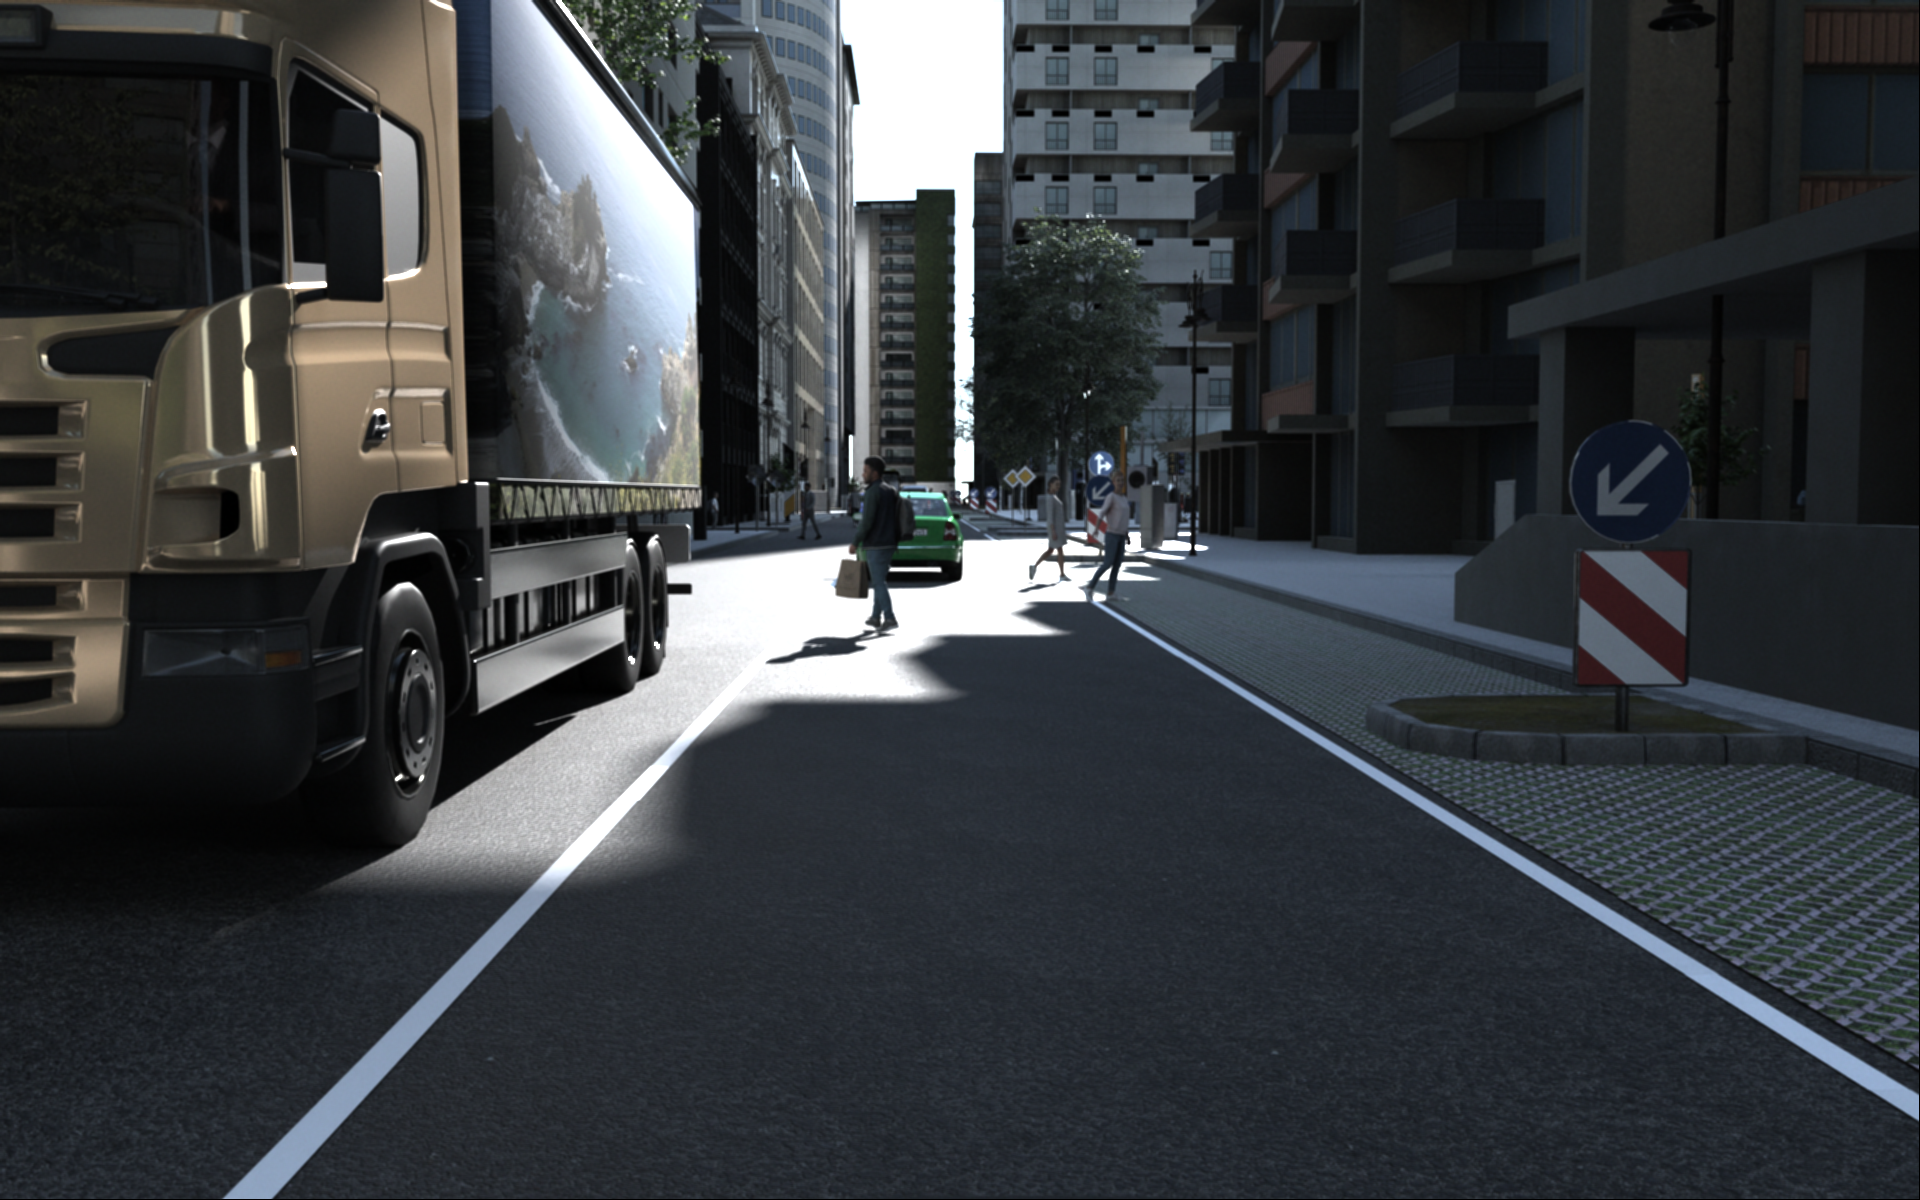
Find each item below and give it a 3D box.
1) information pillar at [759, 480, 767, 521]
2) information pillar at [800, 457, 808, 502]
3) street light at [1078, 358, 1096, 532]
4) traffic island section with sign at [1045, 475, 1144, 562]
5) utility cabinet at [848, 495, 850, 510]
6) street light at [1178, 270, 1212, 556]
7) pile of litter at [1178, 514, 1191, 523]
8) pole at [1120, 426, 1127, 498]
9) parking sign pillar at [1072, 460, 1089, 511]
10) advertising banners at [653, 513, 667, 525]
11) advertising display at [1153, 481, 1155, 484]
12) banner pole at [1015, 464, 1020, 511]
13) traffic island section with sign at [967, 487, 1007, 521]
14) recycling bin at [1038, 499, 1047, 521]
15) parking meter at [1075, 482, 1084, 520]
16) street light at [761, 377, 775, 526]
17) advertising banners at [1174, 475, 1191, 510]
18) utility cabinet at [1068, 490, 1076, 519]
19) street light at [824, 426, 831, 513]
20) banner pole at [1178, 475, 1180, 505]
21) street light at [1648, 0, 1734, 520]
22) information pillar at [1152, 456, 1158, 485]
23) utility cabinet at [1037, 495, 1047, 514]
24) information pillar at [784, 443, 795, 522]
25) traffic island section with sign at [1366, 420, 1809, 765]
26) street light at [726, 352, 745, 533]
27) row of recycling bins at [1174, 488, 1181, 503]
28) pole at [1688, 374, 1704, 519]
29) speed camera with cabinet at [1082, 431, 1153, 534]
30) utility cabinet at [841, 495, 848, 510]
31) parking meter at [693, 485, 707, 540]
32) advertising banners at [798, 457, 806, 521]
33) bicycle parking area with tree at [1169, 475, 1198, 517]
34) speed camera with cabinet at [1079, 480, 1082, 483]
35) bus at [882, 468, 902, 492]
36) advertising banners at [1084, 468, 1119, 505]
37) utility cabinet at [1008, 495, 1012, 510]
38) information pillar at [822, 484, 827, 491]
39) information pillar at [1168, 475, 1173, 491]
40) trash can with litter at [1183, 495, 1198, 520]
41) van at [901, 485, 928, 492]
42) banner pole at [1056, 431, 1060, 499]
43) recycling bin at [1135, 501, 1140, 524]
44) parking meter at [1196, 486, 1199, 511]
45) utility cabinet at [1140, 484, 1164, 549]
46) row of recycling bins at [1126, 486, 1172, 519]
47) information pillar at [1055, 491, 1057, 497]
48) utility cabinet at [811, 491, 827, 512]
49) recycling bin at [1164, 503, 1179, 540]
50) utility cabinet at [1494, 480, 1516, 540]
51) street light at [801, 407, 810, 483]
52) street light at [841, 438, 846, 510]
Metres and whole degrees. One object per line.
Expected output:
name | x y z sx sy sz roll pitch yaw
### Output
information pillar | -9.371 -4.779 82.631 0.304 2.012 0.304 2 4 27
information pillar | -9.945 -7.295 110.627 0.504 3.616 0.183 -1 4 -20
street light | 4.331 -5.276 59.057 0.468 5.910 1.993 0 4 -1
traffic island section with sign | 2.828 -1.735 36.991 1.989 1.847 2.006 0 4 -1
utility cabinet | -9.103 -7.995 141.884 0.306 1.237 1.020 1 4 15
street light | 4.846 -3.858 35.863 0.468 5.910 1.993 0 4 -1
pile of litter | 9.447 -3.878 77.363 1.719 0.858 1.176 2 4 35
pole | 4.906 -3.558 52.019 0.158 3.312 0.155 0 3 0
parking sign pillar | 9.080 -8.704 130.786 1.447 3.967 1.447 0 4 0
advertising banners | -6.895 -2.692 40.208 0.090 3.025 2.074 0 4 3
advertising display | 9.275 -4.866 84.771 0.123 1.923 0.974 2 4 32
banner pole | 4.310 -8.544 129.718 0.401 3.779 0.863 -2 4 -28
traffic island section with sign | 1.515 -5.136 92.596 1.989 1.847 2.006 0 4 -1
recycling bin | 4.113 -4.285 82.614 0.722 1.027 0.722 1 4 11
parking meter | 5.857 -4.829 84.666 0.399 1.863 0.255 3 4 38
street light | -7.616 -5.870 68.765 0.468 5.910 1.993 0 4 -1
advertising banners | 17.819 -8.745 139.164 2.074 3.025 0.090 -3 4 -38
utility cabinet | 5.890 -4.912 88.998 0.318 1.500 1.173 2 4 32
street light | -8.781 -8.709 115.186 0.468 5.910 1.993 0 4 -1
banner pole | 13.773 -7.265 108.802 0.401 3.779 0.863 1 4 17
street light | 5.425 -2.422 12.383 0.468 5.910 1.993 0 4 -1
information pillar | 12.122 -7.110 107.609 0.183 3.616 0.504 -3 4 -37
utility cabinet | 5.334 -6.021 109.609 0.306 1.237 1.020 -3 5 -41
information pillar | -7.868 -5.405 79.723 0.504 3.616 0.183 -1 4 -9
traffic island section with sign | 3.463 -0.087 10.044 1.989 1.847 2.006 0 4 -1
street light | -7.310 -5.129 56.641 0.468 5.910 1.993 0 4 -1
row of recycling bins | 13.069 -6.655 115.929 3.534 1.692 1.069 2 4 23
pole | 12.535 -2.182 29.516 0.158 3.312 0.155 0 3 0
speed camera with cabinet | 5.006 -3.677 54.462 2.038 3.252 0.660 2 4 26
utility cabinet | -9.488 -7.919 140.642 0.306 1.237 1.020 0 4 -1
parking meter | -7.261 -2.442 48.337 0.372 1.533 0.369 0 3 0
advertising banners | -7.631 -5.354 83.729 0.090 3.025 2.074 0 4 5
bicycle parking area with tree | 14.246 -6.647 95.680 8.231 4.147 9.016 0 4 2
speed camera with cabinet | 7.756 -7.467 116.422 2.038 3.252 0.660 -1 4 -21
bus | -7.005 -10.659 165.823 2.896 3.916 12.252 0 4 -2
advertising banners | 8.074 -6.277 98.811 2.074 3.025 0.090 1 4 8
utility cabinet | 4.051 -7.962 141.343 0.306 1.237 1.020 0 4 0
information pillar | -10.070 -7.613 128.968 0.304 2.012 0.304 2 4 31
information pillar | 17.294 -9.238 142.391 0.183 3.616 0.504 3 5 41
trash can with litter | 11.827 -4.610 86.439 2.233 1.210 1.678 1 4 21
van | -2.260 -4.828 85.956 2.013 2.044 4.112 0 4 -1
banner pole | 3.844 -4.793 68.379 0.401 3.779 0.863 1 4 12
recycling bin | 7.866 -3.726 73.476 0.722 1.027 0.722 -1 4 -13
parking meter | 16.795 -7.082 121.502 0.399 1.863 0.255 -1 4 -10
utility cabinet | 4.454 -1.931 40.254 0.318 1.500 1.173 1 4 20
row of recycling bins | 9.007 -5.016 89.121 3.534 1.692 1.069 -1 4 -12
information pillar | 4.969 -5.207 89.627 0.304 2.012 0.304 3 5 44
utility cabinet | -9.640 -6.744 118.941 1.173 1.500 0.318 0 4 2
recycling bin | 5.797 -2.227 48.963 0.722 1.027 0.722 1 4 10
utility cabinet | 8.488 -1.122 27.028 0.318 1.500 1.173 1 4 18
street light | -8.198 -7.289 91.958 0.468 5.910 1.993 0 4 -1
street light | -9.266 -10.128 138.382 0.468 5.910 1.993 0 4 -1
